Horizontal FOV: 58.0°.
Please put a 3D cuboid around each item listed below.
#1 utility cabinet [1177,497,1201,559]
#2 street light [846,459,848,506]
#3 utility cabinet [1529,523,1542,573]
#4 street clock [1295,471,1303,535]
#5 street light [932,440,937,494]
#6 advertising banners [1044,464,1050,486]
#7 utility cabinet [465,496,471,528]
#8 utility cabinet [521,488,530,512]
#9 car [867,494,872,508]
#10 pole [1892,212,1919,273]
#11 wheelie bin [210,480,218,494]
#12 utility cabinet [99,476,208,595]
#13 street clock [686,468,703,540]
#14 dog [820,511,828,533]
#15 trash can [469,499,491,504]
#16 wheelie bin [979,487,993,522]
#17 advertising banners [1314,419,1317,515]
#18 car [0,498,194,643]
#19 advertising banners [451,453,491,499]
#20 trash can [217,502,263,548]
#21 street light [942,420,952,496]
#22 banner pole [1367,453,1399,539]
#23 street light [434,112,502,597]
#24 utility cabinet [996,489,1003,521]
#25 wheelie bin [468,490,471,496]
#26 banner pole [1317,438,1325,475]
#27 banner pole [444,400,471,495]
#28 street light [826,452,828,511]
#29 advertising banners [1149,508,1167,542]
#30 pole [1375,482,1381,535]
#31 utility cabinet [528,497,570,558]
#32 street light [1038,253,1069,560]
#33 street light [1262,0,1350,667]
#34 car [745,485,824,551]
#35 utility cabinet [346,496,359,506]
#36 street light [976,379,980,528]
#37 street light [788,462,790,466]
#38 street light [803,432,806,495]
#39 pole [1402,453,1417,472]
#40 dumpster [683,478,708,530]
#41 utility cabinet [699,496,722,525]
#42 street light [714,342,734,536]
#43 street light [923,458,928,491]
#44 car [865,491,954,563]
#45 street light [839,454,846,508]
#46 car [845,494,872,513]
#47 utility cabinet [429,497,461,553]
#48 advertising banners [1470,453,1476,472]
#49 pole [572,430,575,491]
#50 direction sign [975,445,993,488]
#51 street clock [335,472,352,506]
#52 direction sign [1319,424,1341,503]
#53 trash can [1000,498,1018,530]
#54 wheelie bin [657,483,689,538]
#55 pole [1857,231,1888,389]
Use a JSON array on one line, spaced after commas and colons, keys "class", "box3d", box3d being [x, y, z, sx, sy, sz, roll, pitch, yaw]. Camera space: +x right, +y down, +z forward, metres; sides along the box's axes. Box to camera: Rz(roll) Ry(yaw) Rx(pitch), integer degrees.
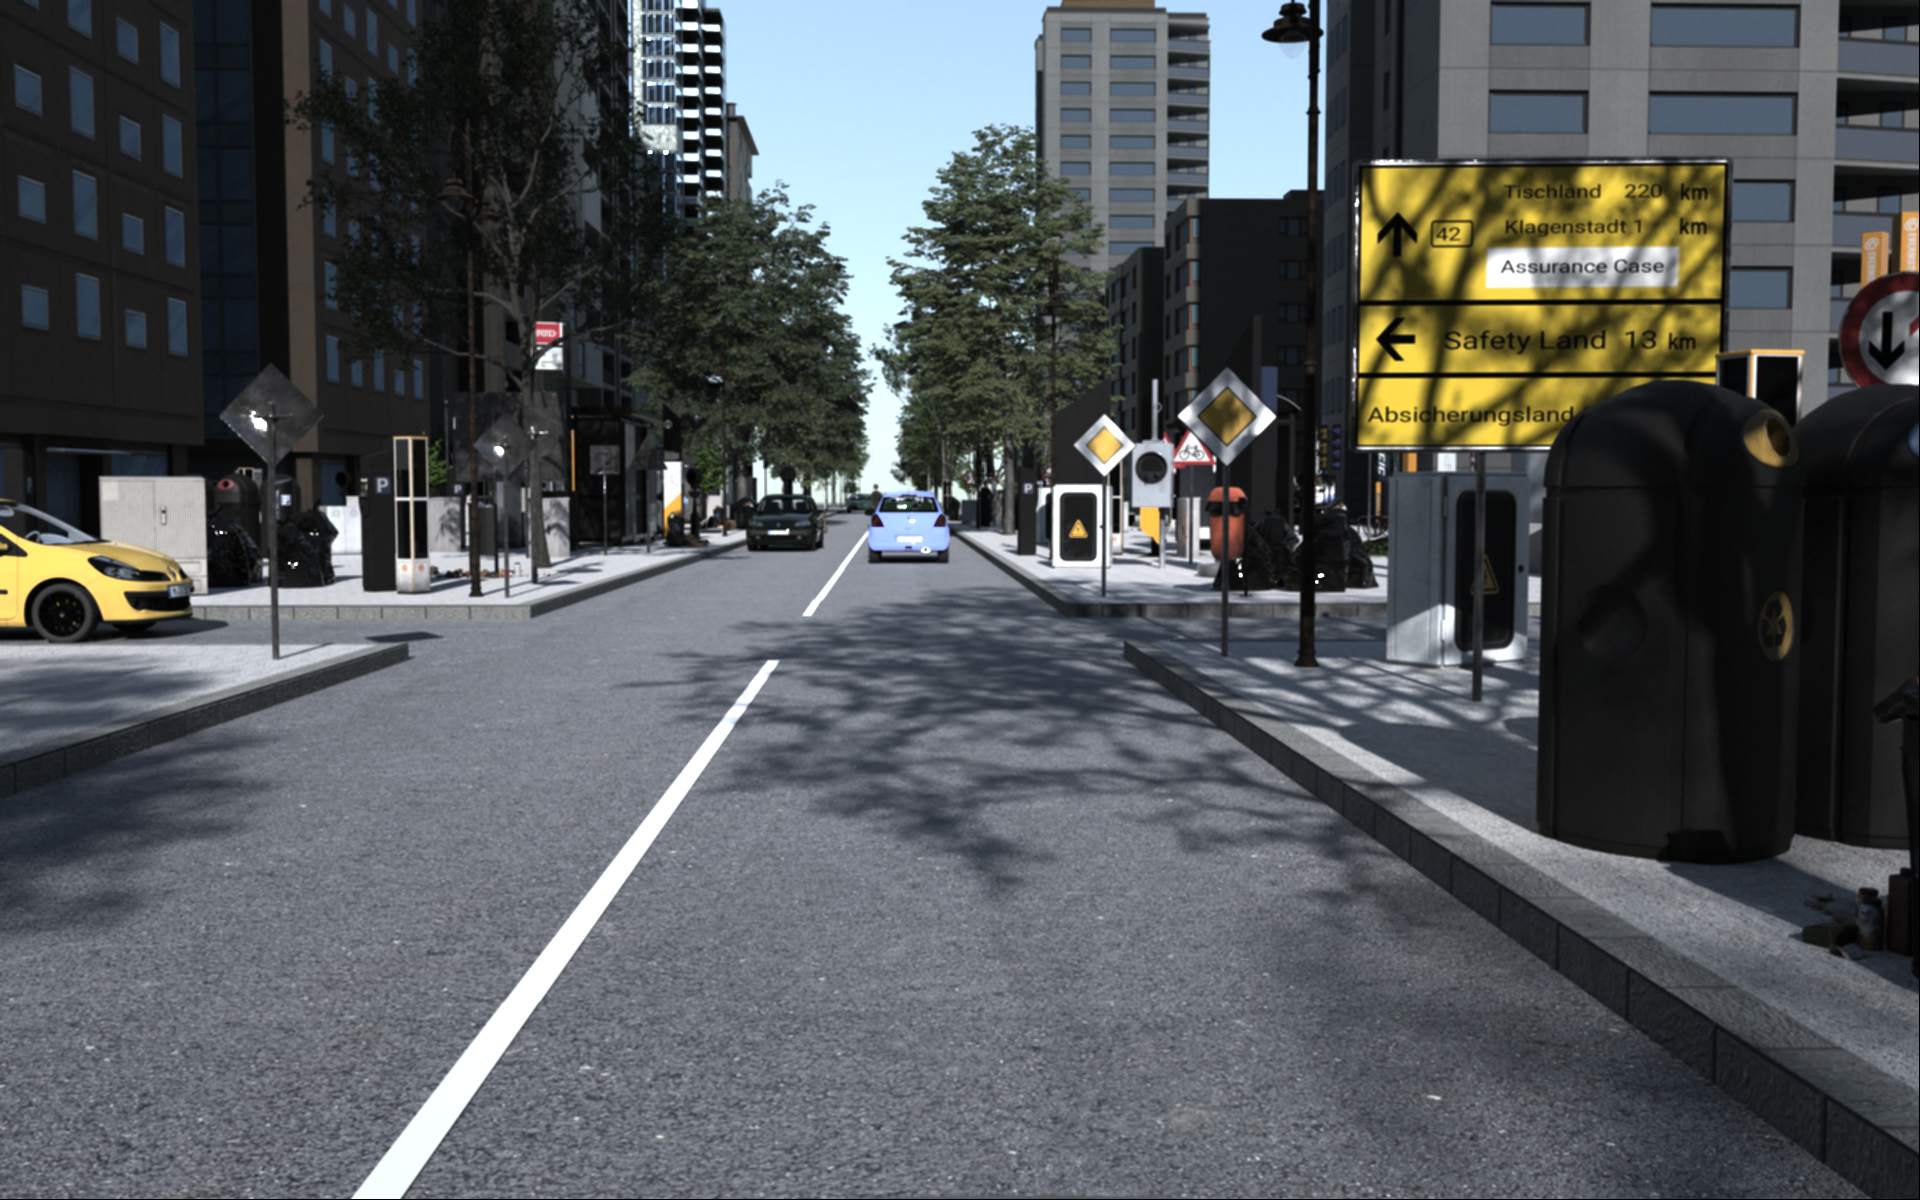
[{"class": "utility cabinet", "box3d": [4.593, -1.451, 34.884, 0.306, 1.237, 1.020, 0, 4, -3]}, {"class": "street light", "box3d": [-11.862, -12.743, 181.138, 0.468, 5.910, 1.993, 0, 4, -2]}, {"class": "utility cabinet", "box3d": [9.630, -1.022, 27.864, 0.306, 1.237, 1.020, -3, 4, -38]}, {"class": "street clock", "box3d": [10.733, -3.035, 54.185, 0.471, 2.002, 0.358, -1, 4, -19]}, {"class": "street light", "box3d": [-2.055, -10.309, 141.341, 0.468, 5.910, 1.993, 0, 4, -2]}, {"class": "advertising banners", "box3d": [4.059, -5.815, 91.268, 0.090, 3.025, 2.074, -3, 5, -40]}, {"class": "utility cabinet", "box3d": [-18.720, -3.298, 65.086, 1.020, 1.237, 0.306, -2, 4, -24]}, {"class": "utility cabinet", "box3d": [-15.332, -3.157, 60.294, 1.173, 1.500, 0.318, 3, 5, 39]}, {"class": "car", "box3d": [-8.828, -9.348, 162.618, 2.009, 1.686, 4.222, 0, 4, -4]}, {"class": "pole", "box3d": [6.873, -1.151, 12.655, 0.158, 3.312, 0.155, 0, 3, 0]}, {"class": "wheelie bin", "box3d": [-17.163, -1.945, 39.714, 0.693, 1.594, 0.980, 0, 4, 8]}, {"class": "utility cabinet", "box3d": [-10.060, -0.791, 21.620, 1.173, 1.500, 0.318, -2, 4, -32]}, {"class": "street clock", "box3d": [-7.408, -2.678, 48.361, 0.471, 2.002, 0.358, 3, 5, 44]}, {"class": "dog", "box3d": [-5.121, -2.860, 63.595, 0.513, 0.831, 0.800, 2, 4, 30]}, {"class": "trash can", "box3d": [-13.919, -2.377, 50.517, 0.748, 1.137, 0.748, 0, 3, 0]}, {"class": "wheelie bin", "box3d": [1.216, -4.382, 79.550, 0.693, 1.594, 0.980, 1, 4, 14]}, {"class": "advertising banners", "box3d": [8.150, -2.671, 39.857, 0.090, 3.025, 2.074, 1, 4, 15]}, {"class": "car", "box3d": [-9.828, -0.436, 17.355, 3.980, 1.641, 2.015, 0, 4, -2]}, {"class": "advertising banners", "box3d": [-20.773, -4.772, 74.212, 2.074, 3.025, 0.090, 0, 4, 3]}, {"class": "trash can", "box3d": [-12.617, -1.145, 30.378, 0.748, 1.137, 0.748, 0, 3, 0]}, {"class": "street light", "box3d": [-0.943, -8.400, 110.121, 0.468, 5.910, 1.993, 0, 4, -2]}, {"class": "banner pole", "box3d": [10.496, -3.277, 43.597, 0.863, 3.779, 0.401, -2, 4, -27]}, {"class": "street light", "box3d": [-6.058, -2.980, 21.506, 0.468, 5.910, 1.993, 0, 4, -2]}, {"class": "utility cabinet", "box3d": [2.160, -4.469, 81.754, 0.318, 1.500, 1.173, -2, 4, -31]}, {"class": "wheelie bin", "box3d": [-18.534, -3.584, 66.500, 0.693, 1.594, 0.980, -1, 4, -21]}, {"class": "banner pole", "box3d": [13.886, -4.754, 67.743, 0.863, 3.779, 0.401, 2, 4, 27]}, {"class": "banner pole", "box3d": [-13.424, -3.429, 46.077, 0.863, 3.779, 0.401, 1, 4, 12]}, {"class": "street light", "box3d": [-9.979, -9.587, 129.541, 0.468, 5.910, 1.993, 0, 4, -2]}, {"class": "advertising banners", "box3d": [5.134, -3.019, 45.553, 0.090, 3.025, 2.074, -1, 4, -8]}, {"class": "pole", "box3d": [13.150, -3.706, 54.431, 0.158, 3.312, 0.155, 0, 3, 0]}, {"class": "utility cabinet", "box3d": [-8.401, -1.476, 35.288, 1.020, 1.237, 0.306, 3, 4, 37]}, {"class": "street light", "box3d": [1.803, -3.712, 33.474, 0.468, 5.910, 1.993, 0, 4, -2]}, {"class": "street light", "box3d": [2.583, -2.443, 12.724, 0.468, 5.910, 1.993, 0, 4, -2]}, {"class": "car", "box3d": [-4.499, -2.142, 44.814, 2.009, 1.686, 4.222, 0, 4, 0]}, {"class": "utility cabinet", "box3d": [-18.568, -2.617, 53.945, 1.020, 1.237, 0.306, 1, 4, 11]}, {"class": "street light", "box3d": [0.677, -5.621, 64.693, 0.468, 5.910, 1.993, 0, 4, -2]}, {"class": "street light", "box3d": [-8.370, -6.850, 84.793, 0.468, 5.910, 1.993, 0, 4, -2]}, {"class": "street light", "box3d": [-8.818, -7.659, 98.014, 0.468, 5.910, 1.993, 0, 4, -2]}, {"class": "pole", "box3d": [6.731, -1.963, 25.941, 0.158, 3.312, 0.155, 0, 3, 0]}, {"class": "dumpster", "box3d": [-9.756, -3.457, 62.282, 1.264, 1.857, 1.865, 0, 4, -2]}, {"class": "utility cabinet", "box3d": [-10.089, -3.586, 69.792, 1.020, 1.237, 0.306, 0, 4, -6]}, {"class": "street light", "box3d": [-7.179, -4.889, 52.726, 0.468, 5.910, 1.993, 0, 4, -2]}, {"class": "street light", "box3d": [-4.055, -13.459, 192.839, 0.468, 5.910, 1.993, 0, 4, -2]}, {"class": "car", "box3d": [-1.092, -1.688, 37.197, 1.945, 1.707, 3.694, 0, 4, -2]}, {"class": "street light", "box3d": [-11.063, -11.505, 160.893, 0.468, 5.910, 1.993, 0, 4, -2]}, {"class": "car", "box3d": [-7.618, -7.290, 130.986, 2.131, 1.459, 4.920, 0, 4, -2]}, {"class": "utility cabinet", "box3d": [-11.398, -1.656, 38.245, 0.306, 1.237, 1.020, -3, 5, -43]}, {"class": "advertising banners", "box3d": [17.359, -3.740, 57.332, 0.090, 3.025, 2.074, -1, 4, -11]}, {"class": "pole", "box3d": [-10.749, -3.311, 47.975, 0.158, 3.312, 0.155, 0, 3, 0]}, {"class": "direction sign", "box3d": [1.131, -5.418, 80.580, 0.876, 3.537, 0.379, 1, 4, 22]}, {"class": "street clock", "box3d": [-19.967, -3.154, 56.130, 0.471, 2.002, 0.358, 1, 4, 23]}, {"class": "direction sign", "box3d": [12.059, -3.946, 56.516, 0.379, 3.537, 0.876, -3, 4, -38]}, {"class": "trash can", "box3d": [1.815, -3.085, 62.090, 0.748, 1.137, 0.748, 0, 3, 0]}, {"class": "wheelie bin", "box3d": [-8.489, -2.643, 51.117, 0.980, 1.594, 0.693, 0, 4, -4]}, {"class": "pole", "box3d": [7.139, -1.209, 13.603, 0.158, 3.312, 0.155, 0, 3, 0]}]
